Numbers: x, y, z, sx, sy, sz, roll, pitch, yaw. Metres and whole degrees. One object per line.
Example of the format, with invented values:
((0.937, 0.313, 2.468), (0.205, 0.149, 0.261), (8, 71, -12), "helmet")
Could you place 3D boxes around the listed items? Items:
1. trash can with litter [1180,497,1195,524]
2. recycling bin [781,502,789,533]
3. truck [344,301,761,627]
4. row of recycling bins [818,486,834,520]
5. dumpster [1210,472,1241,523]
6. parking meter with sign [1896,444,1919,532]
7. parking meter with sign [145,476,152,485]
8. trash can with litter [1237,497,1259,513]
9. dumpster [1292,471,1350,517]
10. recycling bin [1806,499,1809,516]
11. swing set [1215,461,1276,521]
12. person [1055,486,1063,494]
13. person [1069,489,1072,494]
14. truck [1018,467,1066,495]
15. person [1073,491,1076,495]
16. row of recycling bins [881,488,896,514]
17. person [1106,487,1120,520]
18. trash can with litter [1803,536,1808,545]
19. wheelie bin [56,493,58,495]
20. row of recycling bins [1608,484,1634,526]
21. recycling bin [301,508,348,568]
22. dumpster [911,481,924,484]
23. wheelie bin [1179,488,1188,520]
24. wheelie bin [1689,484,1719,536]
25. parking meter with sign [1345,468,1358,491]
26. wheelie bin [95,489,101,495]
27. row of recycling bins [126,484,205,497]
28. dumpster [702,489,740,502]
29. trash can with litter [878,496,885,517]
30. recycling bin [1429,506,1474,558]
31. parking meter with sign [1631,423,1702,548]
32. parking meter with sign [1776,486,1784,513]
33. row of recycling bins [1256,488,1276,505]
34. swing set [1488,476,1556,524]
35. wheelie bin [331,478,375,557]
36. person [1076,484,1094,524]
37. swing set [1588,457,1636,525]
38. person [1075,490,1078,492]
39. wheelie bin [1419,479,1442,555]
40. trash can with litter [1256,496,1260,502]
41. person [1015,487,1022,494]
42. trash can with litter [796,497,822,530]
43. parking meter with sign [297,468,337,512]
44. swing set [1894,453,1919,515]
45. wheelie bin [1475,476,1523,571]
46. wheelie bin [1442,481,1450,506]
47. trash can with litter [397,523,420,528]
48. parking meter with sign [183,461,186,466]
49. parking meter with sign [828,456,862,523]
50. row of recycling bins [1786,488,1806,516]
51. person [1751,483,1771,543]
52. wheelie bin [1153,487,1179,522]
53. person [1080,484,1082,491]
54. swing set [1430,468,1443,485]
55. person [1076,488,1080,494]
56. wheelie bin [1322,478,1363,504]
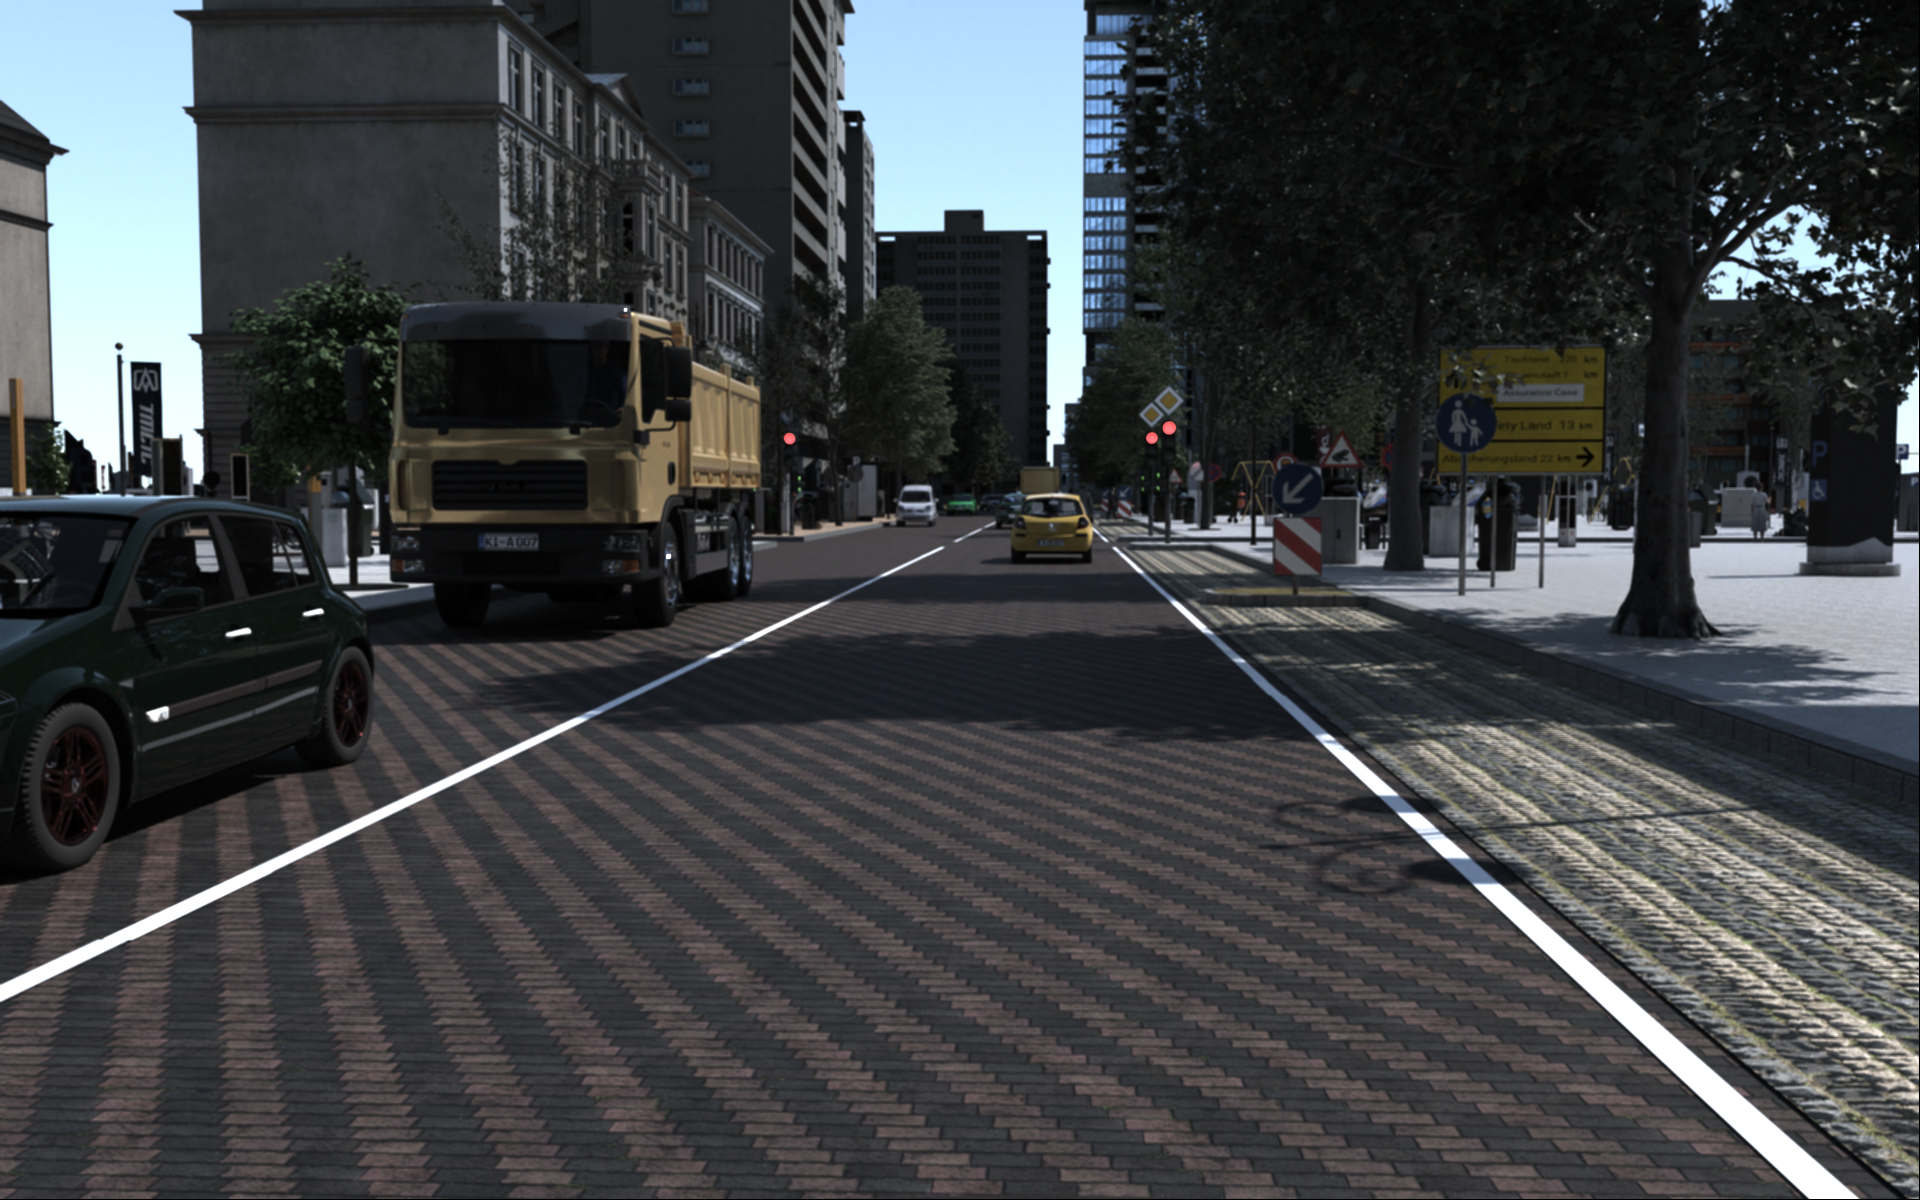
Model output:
((9.829, -3.869, 74.644), (0.624, 1.170, 1.055), (1, 4, 9), "trash can with litter")
((-5.915, -2.705, 56.777), (0.722, 1.027, 0.722), (0, 4, 5), "recycling bin")
((-4.315, -1.526, 20.872), (3.469, 3.379, 9.791), (0, 4, 1), "truck")
((-6.268, -4.904, 87.289), (1.069, 1.692, 3.534), (1, 4, 17), "row of recycling bins")
((11.586, -4.530, 76.563), (1.502, 2.255, 1.985), (0, 4, 3), "dumpster")
((32.564, -3.861, 59.390), (0.543, 3.016, 1.738), (0, 4, 5), "parking meter with sign")
((-57.936, -7.874, 125.000), (1.738, 3.016, 0.543), (2, 4, 27), "parking meter with sign")
((19.678, -6.464, 116.737), (1.678, 1.210, 2.233), (-3, 5, -43), "trash can with litter")
((8.434, -2.120, 40.418), (1.264, 1.857, 1.865), (0, 4, 3), "dumpster")
((40.444, -4.245, 81.956), (0.722, 1.027, 0.722), (2, 4, 29), "recycling bin")
((14.088, -5.235, 83.207), (2.862, 2.851, 3.119), (-1, 4, -18), "swing set")
((4.794, -4.626, 84.164), (0.581, 1.822, 0.654), (0, 4, 6), "person")
((9.287, -8.437, 146.076), (0.705, 1.869, 1.348), (2, 4, 32), "person")
((5.629, -7.642, 120.867), (3.469, 3.379, 9.791), (0, 4, 4), "truck")
((12.324, -10.949, 187.971), (0.568, 1.767, 0.683), (-1, 4, -13), "person")
((-4.422, -6.455, 112.659), (3.534, 1.692, 1.069), (-1, 4, -16), "row of recycling bins")
((8.523, -5.395, 96.492), (0.755, 1.850, 0.659), (1, 4, 14), "person")
((21.437, -1.938, 43.070), (0.624, 1.170, 1.055), (-1, 4, -17), "trash can with litter")
((-47.755, -5.132, 91.822), (0.693, 1.594, 0.980), (2, 4, 27), "wheelie bin")
((27.209, -3.814, 69.476), (1.069, 1.692, 3.534), (-1, 4, -10), "row of recycling bins")
((-11.171, -1.095, 30.460), (0.722, 1.027, 0.722), (-1, 4, -16), "recycling bin")
((-3.035, -7.183, 119.939), (1.502, 2.255, 1.985), (0, 4, 3), "dumpster")
((10.789, -4.717, 85.025), (0.980, 1.594, 0.693), (3, 4, 36), "wheelie bin")
((22.884, -2.780, 53.367), (0.980, 1.594, 0.693), (-2, 4, -35), "wheelie bin")
((20.688, -5.669, 88.946), (1.738, 3.016, 0.543), (2, 4, 25), "parking meter with sign")
((-50.378, -5.682, 100.811), (0.980, 1.594, 0.693), (1, 4, 10), "wheelie bin")
((-31.560, -3.779, 68.903), (1.069, 1.692, 3.534), (2, 4, 32), "row of recycling bins")
((-8.176, -3.375, 57.671), (1.502, 2.255, 1.985), (0, 4, 3), "dumpster")
((-4.452, -5.235, 96.972), (0.624, 1.170, 1.055), (-2, 4, -23), "trash can with litter")
((10.059, -1.399, 35.421), (0.722, 1.027, 0.722), (2, 4, 33), "recycling bin")
((17.162, -2.798, 42.012), (0.543, 3.016, 1.738), (-2, 4, -30), "parking meter with sign")
((54.287, -7.239, 114.619), (0.543, 3.016, 1.738), (1, 4, 21), "parking meter with sign")
((22.143, -6.942, 120.615), (3.534, 1.692, 1.069), (0, 4, 7), "row of recycling bins")
((23.670, -4.562, 72.202), (3.119, 2.851, 2.862), (0, 4, 0), "swing set")
((-12.356, -1.671, 35.224), (0.693, 1.594, 0.980), (0, 4, 4), "wheelie bin")
((4.536, -3.328, 63.011), (0.694, 1.812, 0.767), (1, 4, 11), "person")
((28.478, -4.627, 73.274), (2.862, 2.851, 3.119), (0, 4, 5), "swing set")
((10.093, -8.655, 150.014), (0.705, 1.822, 1.348), (1, 4, 14), "person")
((10.000, -1.862, 38.358), (0.693, 1.594, 0.980), (-2, 4, -25), "wheelie bin")
((18.407, -5.997, 109.432), (1.055, 1.170, 0.624), (1, 4, 16), "trash can with litter")
((3.340, -5.559, 99.259), (0.638, 1.841, 0.748), (-2, 4, -23), "person")
((-5.449, -3.144, 62.798), (0.624, 1.170, 1.055), (2, 4, 24), "trash can with litter")
((-21.325, -3.756, 57.668), (0.543, 3.016, 1.738), (1, 4, 18), "parking meter with sign")
((35.321, -4.189, 66.116), (3.119, 2.851, 2.862), (1, 4, 23), "swing set")
((9.052, -1.294, 29.072), (0.693, 1.594, 0.980), (2, 4, 27), "wheelie bin")
((12.173, -2.153, 43.114), (0.693, 1.594, 0.980), (0, 4, -4), "wheelie bin")
((-20.685, -3.283, 65.064), (1.055, 1.170, 0.624), (-1, 4, -11), "trash can with litter")
((-41.350, -5.863, 92.123), (0.543, 3.016, 1.738), (-1, 4, -18), "parking meter with sign")
((-5.225, -5.033, 78.553), (0.543, 3.016, 1.738), (3, 5, 39), "parking meter with sign")
((50.777, -5.833, 102.485), (3.534, 1.692, 1.069), (3, 5, 41), "row of recycling bins")
((22.573, -2.432, 48.827), (0.480, 1.755, 0.524), (2, 4, 35), "person")
((9.226, -4.332, 78.739), (0.980, 1.594, 0.693), (-2, 4, -23), "wheelie bin")
((4.806, -3.751, 69.682), (0.795, 1.843, 0.661), (1, 4, 16), "person")
((29.680, -6.547, 104.665), (3.119, 2.851, 2.862), (-2, 4, -24), "swing set")
((7.751, -6.348, 111.659), (0.648, 1.900, 0.474), (-3, 5, -40), "person")
((7.544, -1.618, 34.355), (0.980, 1.594, 0.693), (-1, 4, -13), "wheelie bin")
